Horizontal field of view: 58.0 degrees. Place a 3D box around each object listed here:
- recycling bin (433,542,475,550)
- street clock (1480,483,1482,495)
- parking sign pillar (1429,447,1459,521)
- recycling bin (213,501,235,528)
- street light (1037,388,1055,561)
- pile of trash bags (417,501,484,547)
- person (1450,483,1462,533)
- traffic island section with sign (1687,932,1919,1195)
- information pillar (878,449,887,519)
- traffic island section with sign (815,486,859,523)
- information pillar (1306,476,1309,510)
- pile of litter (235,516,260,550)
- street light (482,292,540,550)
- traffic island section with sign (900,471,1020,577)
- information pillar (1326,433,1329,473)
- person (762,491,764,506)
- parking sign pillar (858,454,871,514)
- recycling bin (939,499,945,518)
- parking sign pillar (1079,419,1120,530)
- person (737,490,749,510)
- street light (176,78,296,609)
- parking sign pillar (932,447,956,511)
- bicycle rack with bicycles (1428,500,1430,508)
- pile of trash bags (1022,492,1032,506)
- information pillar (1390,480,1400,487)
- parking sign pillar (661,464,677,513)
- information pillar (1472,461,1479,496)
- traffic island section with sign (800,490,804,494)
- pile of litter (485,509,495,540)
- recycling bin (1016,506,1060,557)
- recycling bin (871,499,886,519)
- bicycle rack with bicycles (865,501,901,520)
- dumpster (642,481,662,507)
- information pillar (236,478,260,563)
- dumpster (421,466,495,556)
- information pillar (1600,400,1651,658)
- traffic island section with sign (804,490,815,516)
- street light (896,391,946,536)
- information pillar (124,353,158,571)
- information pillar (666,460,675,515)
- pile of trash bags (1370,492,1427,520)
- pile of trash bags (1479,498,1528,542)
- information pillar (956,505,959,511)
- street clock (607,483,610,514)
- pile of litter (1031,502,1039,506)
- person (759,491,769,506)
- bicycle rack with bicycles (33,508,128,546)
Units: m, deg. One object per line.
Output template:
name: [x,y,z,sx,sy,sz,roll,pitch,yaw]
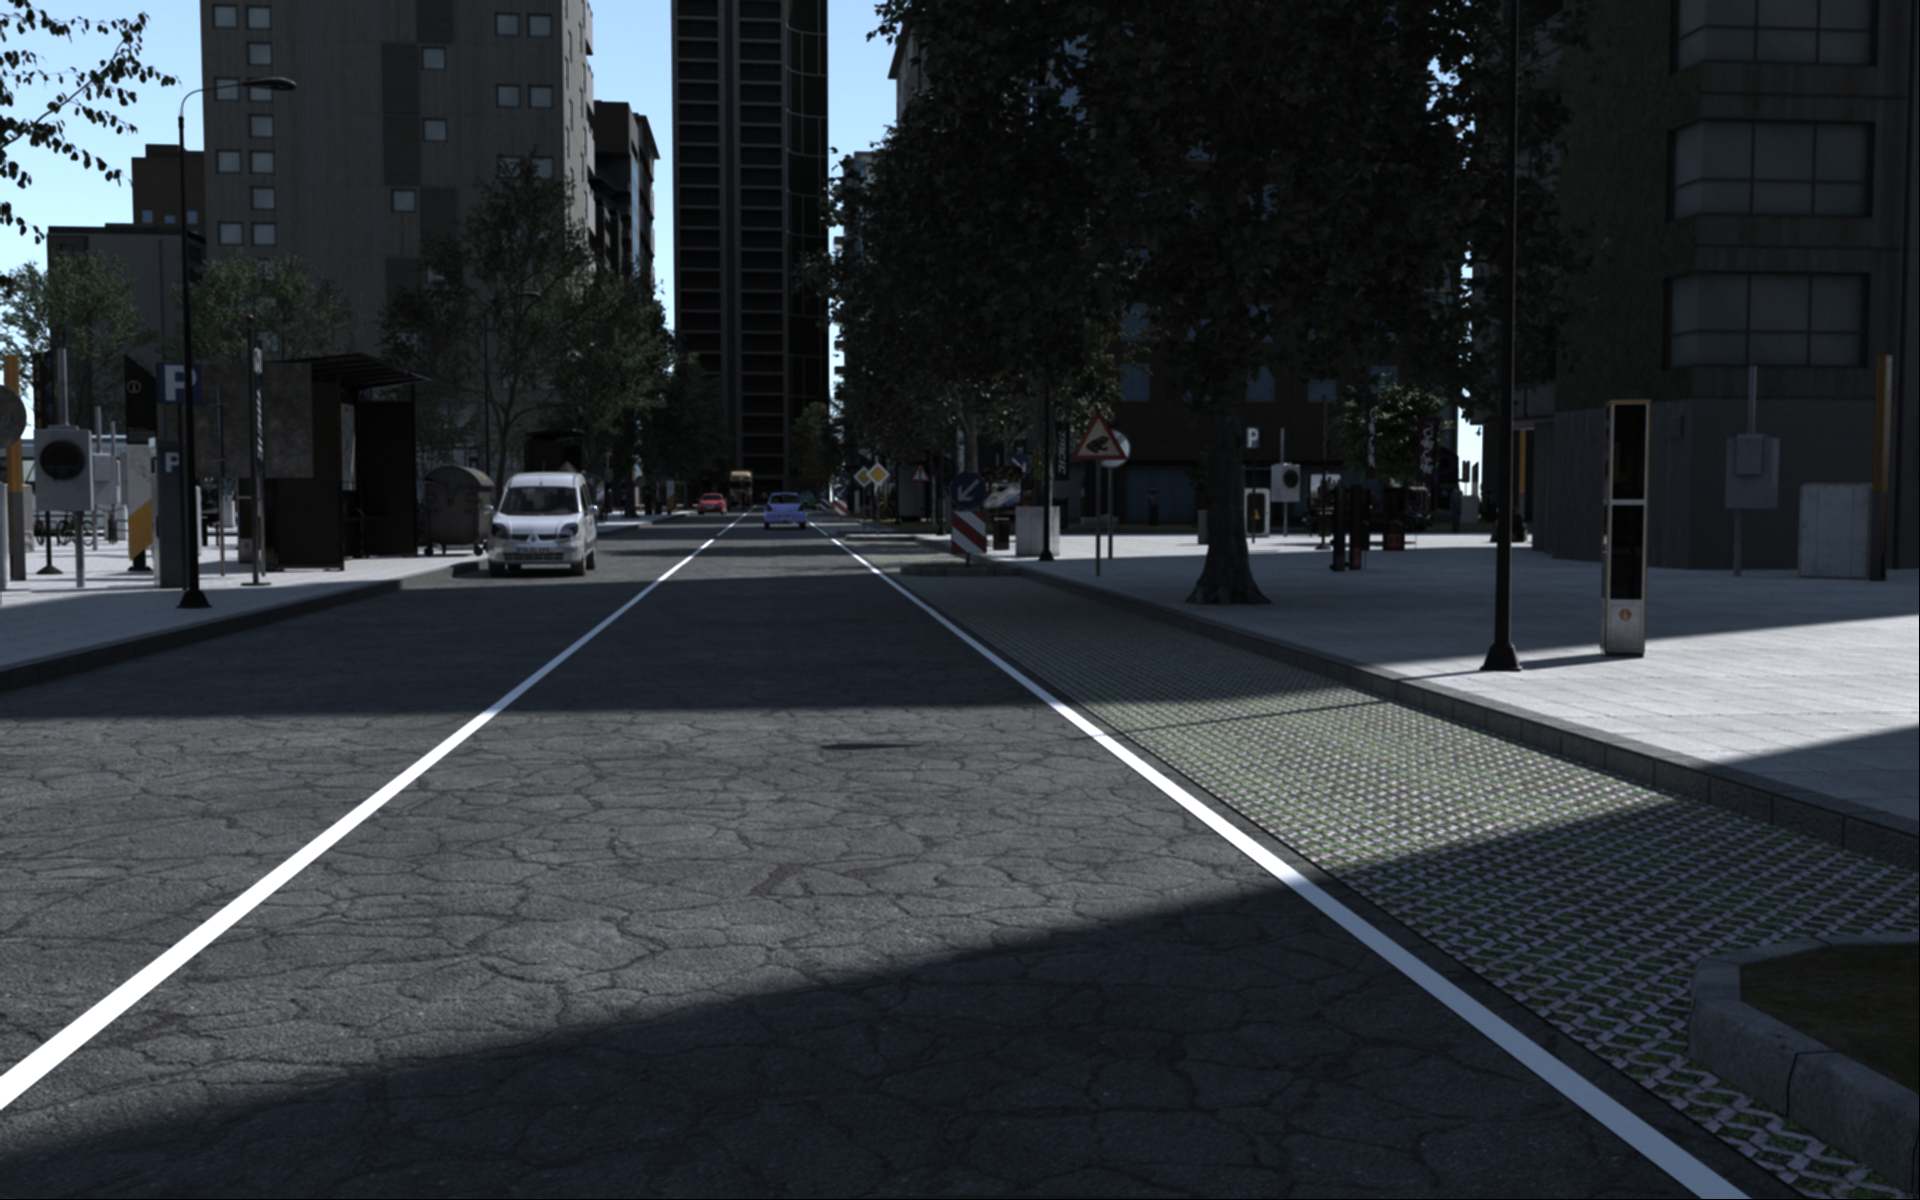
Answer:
recycling bin: [-12.122,-1.769,41.481,0.722,1.027,0.722,2,4,35]
street clock: [35.672,-6.953,118.257,0.358,2.002,0.471,0,4,3]
parking sign pillar: [23.399,-5.819,83.609,1.447,3.967,1.447,1,4,13]
recycling bin: [-27.903,-3.247,65.647,0.722,1.027,0.722,-1,4,-17]
street light: [1.120,-3.699,33.019,1.470,5.913,1.316,0,4,-6]
pile of trash bags: [-12.957,-2.079,43.749,1.912,1.369,3.447,0,4,-5]
person: [16.814,-3.058,58.672,0.419,1.800,0.721,0,4,1]
traffic island section with sign: [2.877,0.282,4.019,1.989,1.847,2.006,0,4,-6]
information pillar: [-4.002,-5.976,89.064,0.504,3.616,0.183,-1,4,-11]
traffic island section with sign: [-6.043,-4.725,85.876,1.989,1.847,2.006,0,4,-6]
information pillar: [13.948,-3.930,68.741,0.304,2.012,0.304,-3,4,-36]
pile of litter: [-16.229,-1.616,40.393,1.176,0.858,1.719,-3,4,-39]
street light: [-10.353,-4.122,39.928,1.470,5.913,1.316,0,4,-6]
traffic island section with sign: [-0.043,-1.357,30.816,1.989,1.847,2.006,0,4,-6]
information pillar: [13.140,-4.332,62.190,0.183,3.616,0.504,0,4,3]
person: [-24.052,-12.453,212.066,0.705,1.831,1.348,-1,4,-15]
parking sign pillar: [-6.013,-7.723,114.741,1.447,3.967,1.447,0,4,3]
recycling bin: [-0.938,-4.844,91.756,0.722,1.027,0.722,-1,4,-17]
parking sign pillar: [5.018,-4.509,62.196,1.447,3.967,1.447,-1,4,-16]
person: [-19.032,-8.736,151.851,1.217,1.766,0.721,2,4,24]
street light: [-8.113,-2.868,19.439,1.470,5.913,1.316,0,4,-6]
parking sign pillar: [-0.920,-6.772,99.195,1.447,3.967,1.447,-1,4,-15]
bicycle rack with bicycles: [31.122,-6.275,115.971,2.925,0.926,2.852,-1,4,-19]
pile of trash bags: [2.180,-3.969,74.645,1.912,1.369,3.447,-2,4,-25]
information pillar: [13.934,-3.912,55.323,0.183,3.616,0.504,-2,4,-24]
parking sign pillar: [-20.238,-7.990,119.104,1.447,3.967,1.447,0,4,-4]
information pillar: [36.385,-8.010,122.314,0.504,3.616,0.183,-1,4,-13]
traffic island section with sign: [-14.416,-9.425,162.729,1.989,1.847,2.006,0,4,-6]
pile of litter: [-13.746,-2.146,49.056,1.176,0.858,1.719,2,4,32]
recycling bin: [1.607,-1.422,35.804,0.722,1.027,0.722,2,4,26]
recycling bin: [-4.295,-4.798,91.001,0.722,1.027,0.722,0,4,-7]
bicycle rack with bicycles: [-3.245,-4.382,85.033,2.852,0.926,2.925,-1,4,-19]
dumpster: [-21.996,-7.445,124.224,1.502,2.255,1.985,0,4,-6]
information pillar: [-13.221,-1.691,32.144,0.304,2.012,0.304,0,4,-6]
dumpster: [-10.538,-1.873,36.386,1.264,1.857,1.865,0,4,-6]
information pillar: [5.252,-0.562,13.682,0.304,2.012,0.304,1,4,13]
traffic island section with sign: [-8.987,-6.379,112.920,1.989,1.847,2.006,0,4,-6]
street light: [-1.116,-4.952,53.508,1.470,5.913,1.316,0,4,-6]
information pillar: [-13.636,-2.294,28.868,0.504,3.616,0.183,-1,4,-20]
information pillar: [-17.729,-7.013,106.015,0.504,3.616,0.183,0,4,5]
pile of trash bags: [16.964,-3.597,68.568,3.447,1.369,1.912,-3,5,-41]
pile of trash bags: [15.761,-2.209,45.871,3.447,1.369,1.912,3,5,39]
information pillar: [-0.257,-6.506,110.868,0.304,2.012,0.304,-2,4,-23]
street clock: [-22.579,-6.483,110.564,0.471,2.002,0.358,-1,4,-19]
pile of litter: [4.164,-5.091,97.196,1.719,0.858,1.176,1,4,18]
person: [-23.376,-12.089,206.171,1.348,1.823,0.705,1,4,22]
bicycle rack with bicycles: [-22.216,-1.866,43.889,2.852,0.926,2.925,-3,4,-39]
